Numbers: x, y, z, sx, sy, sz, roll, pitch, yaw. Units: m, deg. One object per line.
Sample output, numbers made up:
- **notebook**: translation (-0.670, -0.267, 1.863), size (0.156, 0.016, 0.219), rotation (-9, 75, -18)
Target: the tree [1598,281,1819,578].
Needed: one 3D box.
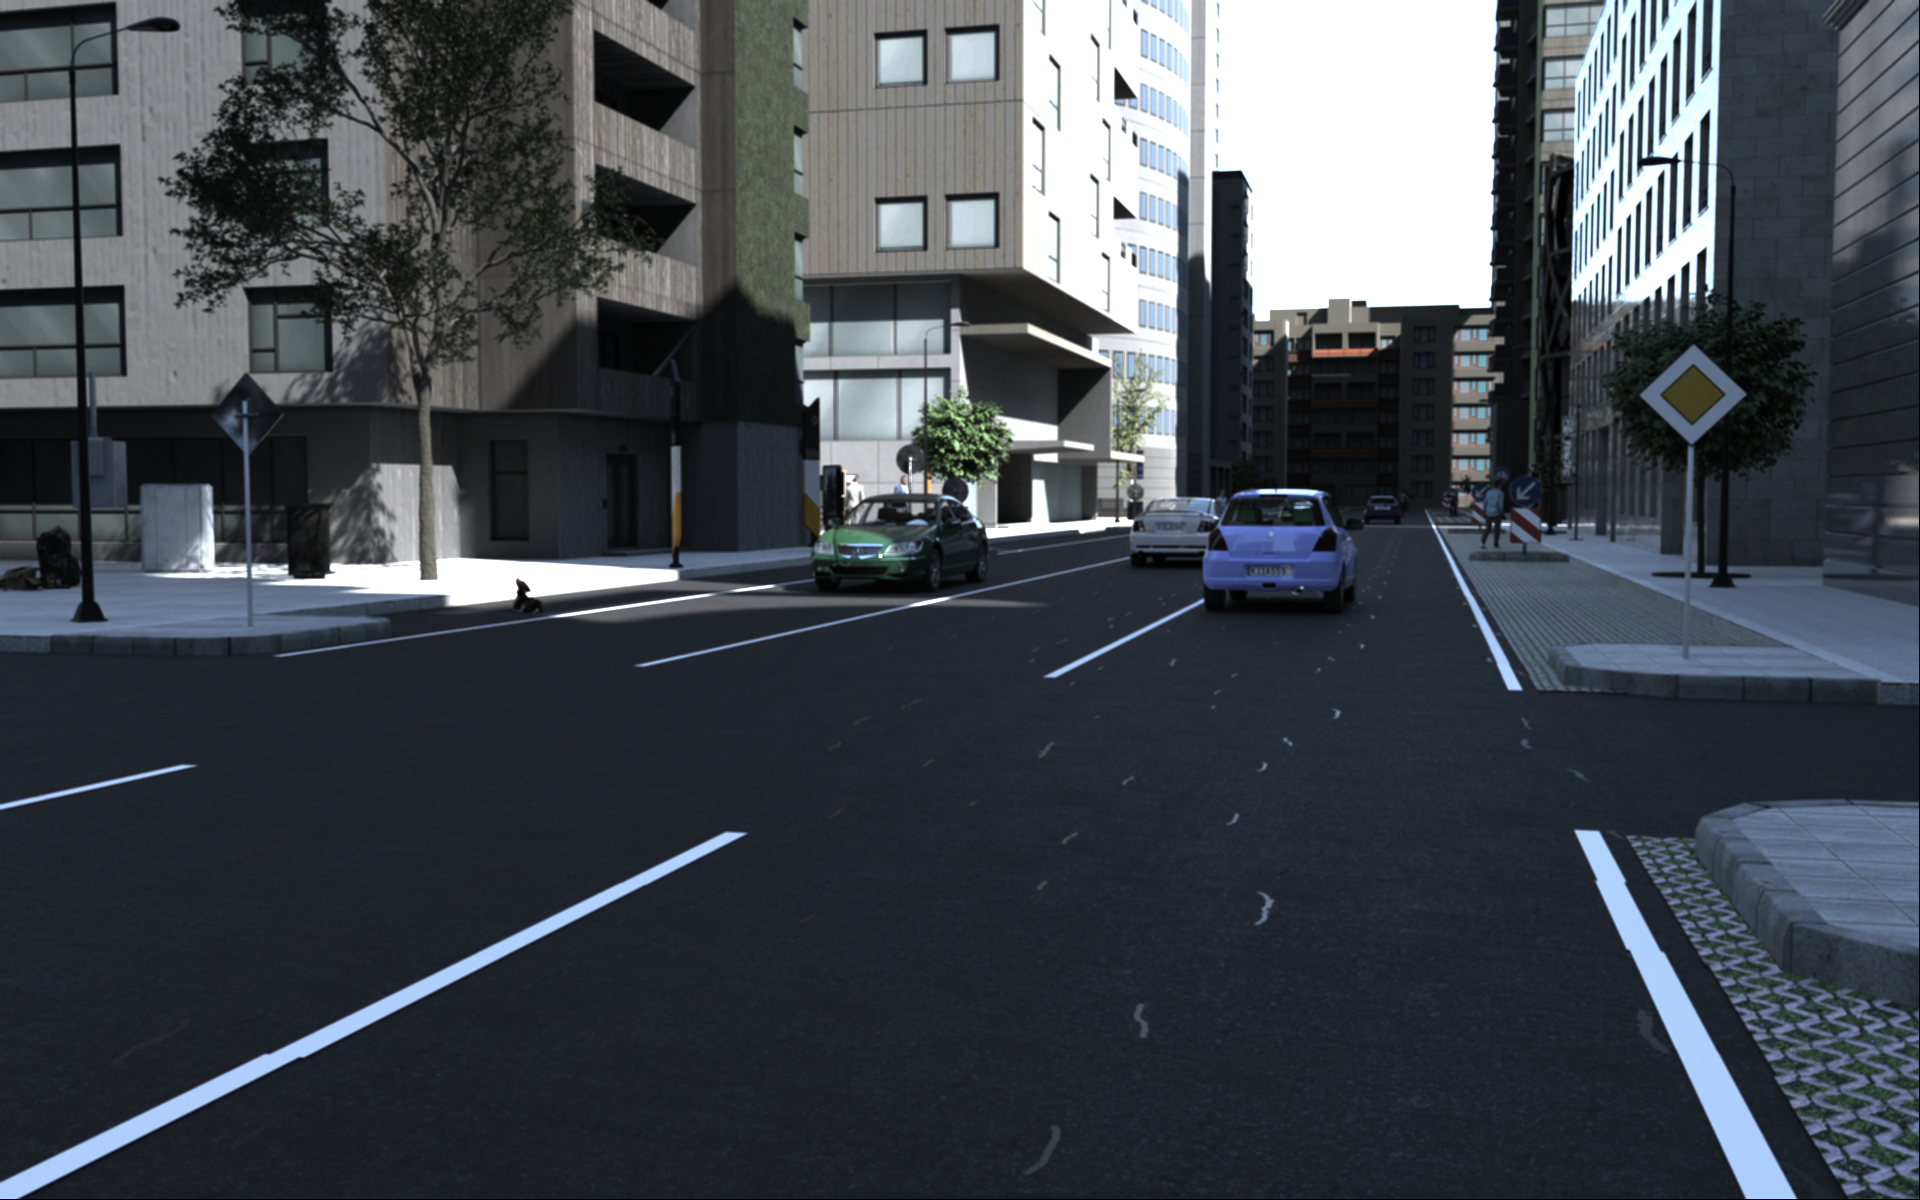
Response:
- **tree**: translation (11.660, -2.647, 26.987), size (4.285, 4.588, 4.351), rotation (0, 3, 0)

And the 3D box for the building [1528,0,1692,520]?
- **building**: translation (37.115, -24.846, 89.831), size (14.154, 41.232, 14.086), rotation (1, 4, 15)

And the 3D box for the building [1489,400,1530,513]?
- **building**: translation (46.436, -48.721, 109.264), size (22.319, 86.520, 31.000), rotation (1, 4, 15)

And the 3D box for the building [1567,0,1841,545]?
- **building**: translation (25.402, -12.202, 54.247), size (10.420, 20.320, 16.860), rotation (1, 4, 15)

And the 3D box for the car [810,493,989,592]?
- **car**: translation (-0.850, -0.932, 27.036), size (2.131, 1.459, 4.920), rotation (1, 4, 15)

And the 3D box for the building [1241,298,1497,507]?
- **building**: translation (41.113, -20.710, 183.647), size (28.899, 21.520, 27.650), rotation (1, 4, 15)

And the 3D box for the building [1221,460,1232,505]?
- **building**: translation (9.814, -42.253, 129.086), size (20.563, 71.187, 20.611), rotation (1, 4, 15)

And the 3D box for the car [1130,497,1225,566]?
- **car**: translation (4.662, -1.419, 35.565), size (2.083, 1.381, 4.827), rotation (1, 4, 15)

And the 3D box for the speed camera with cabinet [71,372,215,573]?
- **speed camera with cabinet**: translation (-13.422, -2.087, 28.455), size (2.038, 3.252, 0.660), rotation (0, 4, -5)

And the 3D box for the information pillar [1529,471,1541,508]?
- **information pillar**: translation (18.358, -3.111, 55.354), size (0.304, 2.012, 0.304), rotation (1, 4, 12)

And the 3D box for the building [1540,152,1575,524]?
- **building**: translation (34.064, -12.708, 75.225), size (16.820, 18.784, 16.811), rotation (1, 4, 15)

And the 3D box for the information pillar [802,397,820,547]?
- **information pillar**: translation (-3.587, -3.094, 41.937), size (0.504, 3.616, 0.183), rotation (-3, 5, -44)

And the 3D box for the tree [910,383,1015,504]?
- **tree**: translation (0.017, -4.146, 51.505), size (4.285, 4.588, 4.351), rotation (0, 3, 0)

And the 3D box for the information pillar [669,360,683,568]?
- **information pillar**: translation (-4.936, -2.369, 30.083), size (0.183, 3.616, 0.504), rotation (-1, 4, -19)

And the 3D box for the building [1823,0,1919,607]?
- **building**: translation (24.959, -14.488, 14.364), size (29.804, 29.767, 11.434), rotation (1, 4, 15)

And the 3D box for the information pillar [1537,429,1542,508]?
- **information pillar**: translation (20.680, -4.314, 61.880), size (0.183, 3.616, 0.504), rotation (0, 4, 7)

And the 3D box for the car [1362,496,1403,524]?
- **car**: translation (20.423, -4.354, 83.769), size (1.945, 1.354, 3.894), rotation (1, 4, 14)

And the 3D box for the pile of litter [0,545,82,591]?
- **pile of litter**: translation (-12.634, -0.591, 23.628), size (1.176, 0.858, 1.719), rotation (0, 4, 0)

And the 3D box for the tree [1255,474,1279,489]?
- **tree**: translation (28.033, -10.025, 158.518), size (1.663, 3.219, 1.824), rotation (0, 3, 0)

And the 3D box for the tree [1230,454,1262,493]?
- **tree**: translation (23.339, -9.748, 143.092), size (4.285, 4.588, 4.351), rotation (0, 3, 0)

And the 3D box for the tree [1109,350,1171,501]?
- **tree**: translation (8.398, -8.364, 87.121), size (4.737, 8.622, 4.395), rotation (0, 3, 0)

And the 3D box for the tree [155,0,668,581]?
- **tree**: translation (-8.080, -5.550, 25.149), size (8.767, 10.594, 7.601), rotation (2, 4, 28)

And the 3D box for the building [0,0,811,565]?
- **building**: translation (-12.219, -16.232, 37.091), size (14.160, 30.474, 14.107), rotation (1, 4, 15)

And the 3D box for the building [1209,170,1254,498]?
- **building**: translation (19.454, -23.646, 158.309), size (14.107, 30.474, 14.160), rotation (1, 4, 15)

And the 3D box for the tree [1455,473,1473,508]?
- **tree**: translation (46.609, -10.065, 159.164), size (1.663, 3.219, 1.824), rotation (0, 3, 0)

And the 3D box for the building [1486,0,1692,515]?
- **building**: translation (54.436, -29.660, 139.571), size (22.147, 44.769, 28.867), rotation (1, 4, 15)

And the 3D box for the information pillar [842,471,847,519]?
- **information pillar**: translation (-3.740, -3.069, 54.671), size (0.304, 2.012, 0.304), rotation (0, 4, 6)

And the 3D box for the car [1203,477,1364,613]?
- **car**: translation (4.189, -0.780, 22.342), size (1.945, 1.707, 3.694), rotation (1, 4, 16)

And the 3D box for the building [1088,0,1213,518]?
- **building**: translation (3.336, -34.494, 105.979), size (21.231, 58.520, 28.212), rotation (1, 4, 15)

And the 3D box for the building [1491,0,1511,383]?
- **building**: translation (64.292, -44.937, 172.964), size (20.611, 71.187, 20.563), rotation (1, 4, 15)

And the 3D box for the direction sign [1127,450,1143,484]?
- **direction sign**: translation (9.085, -5.990, 89.939), size (0.876, 3.537, 0.379), rotation (2, 4, 23)

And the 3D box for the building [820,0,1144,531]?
- **building**: translation (-7.593, -29.493, 71.446), size (28.713, 52.752, 27.495), rotation (1, 4, 15)

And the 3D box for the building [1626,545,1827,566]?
- **building**: translation (20.557, -11.164, 37.275), size (10.420, 20.320, 16.860), rotation (1, 4, 15)

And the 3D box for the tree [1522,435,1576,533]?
- **tree**: translation (19.413, -3.800, 56.733), size (1.663, 3.219, 1.824), rotation (0, 3, 0)
